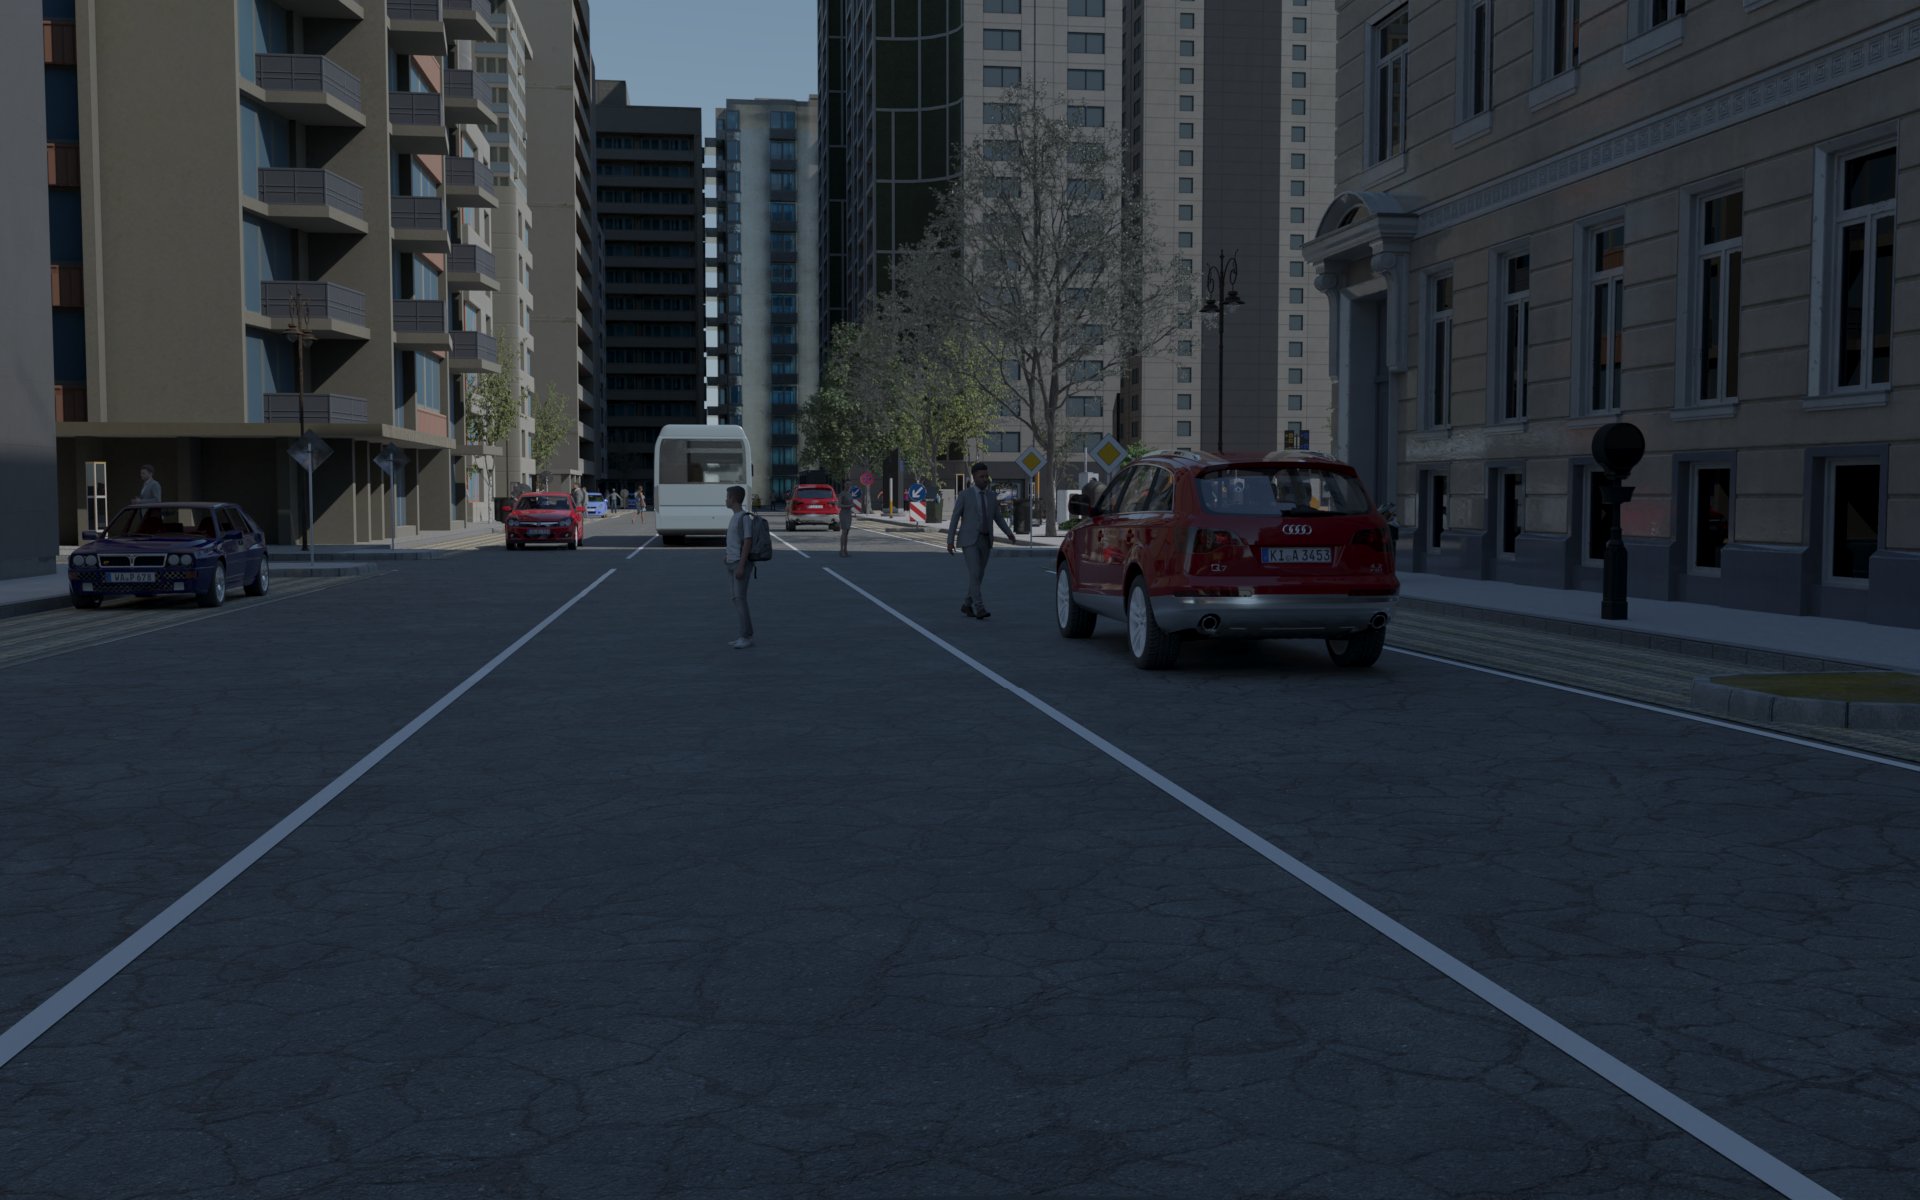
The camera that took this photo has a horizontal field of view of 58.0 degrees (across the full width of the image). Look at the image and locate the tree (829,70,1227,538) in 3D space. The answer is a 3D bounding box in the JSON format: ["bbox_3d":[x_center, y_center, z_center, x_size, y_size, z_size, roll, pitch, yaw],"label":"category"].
[{"bbox_3d":[2.556,-8.610,51.138,12.009,13.543,11.850,0,3,0],"label":"tree"}]

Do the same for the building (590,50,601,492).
[{"bbox_3d":[-41.795,-31.433,164.036,14.600,45.320,14.200,-1,4,-8],"label":"building"}]

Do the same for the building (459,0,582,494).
[{"bbox_3d":[-43.821,-26.339,122.517,32.217,40.220,23.993,-1,4,-8],"label":"building"}]

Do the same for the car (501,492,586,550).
[{"bbox_3d":[-10.953,-2.245,45.745,2.155,1.783,4.494,-1,4,-9],"label":"car"}]

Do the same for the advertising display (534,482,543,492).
[{"bbox_3d":[-21.934,-5.194,90.139,0.123,1.923,0.974,0,4,6],"label":"advertising display"}]

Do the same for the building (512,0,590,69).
[{"bbox_3d":[-42.417,-31.912,145.456,21.300,48.544,21.600,-1,4,-8],"label":"building"}]

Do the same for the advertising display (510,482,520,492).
[{"bbox_3d":[-23.655,-5.318,92.164,0.123,1.923,0.974,-3,4,-38],"label":"advertising display"}]

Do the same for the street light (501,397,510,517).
[{"bbox_3d":[-20.647,-6.494,78.964,0.468,5.910,1.993,-1,4,-8],"label":"street light"}]

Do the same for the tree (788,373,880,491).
[{"bbox_3d":[-7.863,-11.591,123.930,8.767,10.594,7.601,-1,4,-15],"label":"tree"}]

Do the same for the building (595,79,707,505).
[{"bbox_3d":[-41.203,-35.645,206.495,21.600,48.544,21.300,-1,4,-8],"label":"building"}]

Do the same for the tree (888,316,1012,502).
[{"bbox_3d":[0.317,-7.287,69.500,4.737,8.622,4.395,0,3,0],"label":"tree"}]

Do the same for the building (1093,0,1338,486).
[{"bbox_3d":[27.016,-45.658,184.765,20.611,71.187,20.563,-1,4,-8],"label":"building"}]

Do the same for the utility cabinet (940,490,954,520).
[{"bbox_3d":[-0.612,-4.672,85.059,1.173,1.500,0.318,0,4,-4],"label":"utility cabinet"}]

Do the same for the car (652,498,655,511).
[{"bbox_3d":[-25.727,-8.656,150.569,2.155,1.783,4.494,-1,4,-10],"label":"car"}]

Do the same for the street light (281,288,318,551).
[{"bbox_3d":[-14.822,-4.051,39.016,0.468,5.910,1.993,-1,4,-8],"label":"street light"}]

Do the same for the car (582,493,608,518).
[{"bbox_3d":[-21.851,-5.696,102.715,1.945,1.707,3.694,-1,4,-9],"label":"car"}]

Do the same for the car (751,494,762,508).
[{"bbox_3d":[-20.840,-10.000,173.719,2.015,1.641,3.980,0,4,-7],"label":"car"}]

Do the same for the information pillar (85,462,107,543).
[{"bbox_3d":[-19.842,-2.160,39.815,0.304,2.012,0.304,2,4,27],"label":"information pillar"}]

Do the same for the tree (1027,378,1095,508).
[{"bbox_3d":[6.048,-9.643,108.028,4.360,8.622,3.978,0,3,0],"label":"tree"}]

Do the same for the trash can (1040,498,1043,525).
[{"bbox_3d":[2.898,-3.421,67.583,0.748,1.137,0.748,0,3,0],"label":"trash can"}]

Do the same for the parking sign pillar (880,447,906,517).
[{"bbox_3d":[-3.825,-6.750,98.830,1.447,3.967,1.447,3,5,44],"label":"parking sign pillar"}]

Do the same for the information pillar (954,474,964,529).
[{"bbox_3d":[-0.028,-3.613,63.569,0.304,2.012,0.304,-1,4,-14],"label":"information pillar"}]

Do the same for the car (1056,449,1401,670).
[{"bbox_3d":[2.234,-0.434,15.772,2.281,1.827,5.304,0,4,-8],"label":"car"}]

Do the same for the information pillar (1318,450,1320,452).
[{"bbox_3d":[18.995,-6.196,92.654,0.504,3.616,0.183,0,4,3],"label":"information pillar"}]

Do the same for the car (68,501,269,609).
[{"bbox_3d":[-10.352,-0.626,22.823,1.945,1.354,3.894,-1,4,-10],"label":"car"}]

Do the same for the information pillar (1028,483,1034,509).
[{"bbox_3d":[4.618,-6.586,112.179,0.304,2.012,0.304,2,4,31],"label":"information pillar"}]

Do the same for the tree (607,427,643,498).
[{"bbox_3d":[-36.806,-14.637,189.676,4.360,8.622,3.978,0,3,0],"label":"tree"}]

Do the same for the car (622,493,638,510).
[{"bbox_3d":[-29.863,-9.053,157.608,1.945,1.707,3.694,-1,4,-8],"label":"car"}]

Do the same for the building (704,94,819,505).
[{"bbox_3d":[-15.501,-36.146,210.603,30.456,49.044,23.786,-1,4,-8],"label":"building"}]

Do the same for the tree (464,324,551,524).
[{"bbox_3d":[-20.436,-7.612,74.820,4.737,8.622,4.395,0,3,0],"label":"tree"}]

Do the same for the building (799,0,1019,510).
[{"bbox_3d":[-6.096,-45.346,179.651,20.563,71.187,20.611,-1,4,-8],"label":"building"}]

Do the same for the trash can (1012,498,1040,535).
[{"bbox_3d":[1.987,-2.649,54.959,0.748,1.137,0.748,0,3,0],"label":"trash can"}]

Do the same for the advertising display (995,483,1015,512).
[{"bbox_3d":[2.483,-5.654,97.650,0.974,1.923,0.123,1,4,12],"label":"advertising display"}]

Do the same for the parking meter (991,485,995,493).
[{"bbox_3d":[2.202,-6.446,111.108,0.399,1.863,0.255,3,5,43],"label":"parking meter"}]

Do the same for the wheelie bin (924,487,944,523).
[{"bbox_3d":[-1.145,-4.164,75.985,0.980,1.594,0.693,3,5,41],"label":"wheelie bin"}]

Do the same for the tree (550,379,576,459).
[{"bbox_3d":[-26.592,-9.780,110.258,4.737,8.622,4.395,0,3,0],"label":"tree"}]

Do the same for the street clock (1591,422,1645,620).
[{"bbox_3d":[6.695,-0.801,17.662,0.471,2.002,0.358,-1,4,-12],"label":"street clock"}]

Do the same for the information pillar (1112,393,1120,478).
[{"bbox_3d":[3.633,-2.995,40.318,0.183,3.616,0.504,0,4,-7],"label":"information pillar"}]

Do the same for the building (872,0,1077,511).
[{"bbox_3d":[-1.677,-44.113,159.502,20.563,71.187,20.611,-1,4,-8],"label":"building"}]

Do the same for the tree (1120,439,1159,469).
[{"bbox_3d":[10.741,-7.333,103.602,4.285,4.588,4.351,0,3,0],"label":"tree"}]

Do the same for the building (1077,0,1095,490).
[{"bbox_3d":[0.588,-42.830,138.515,20.563,71.187,20.611,-1,4,-8],"label":"building"}]

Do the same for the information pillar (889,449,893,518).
[{"bbox_3d":[-3.641,-6.108,91.214,0.183,3.616,0.504,-1,4,-9],"label":"information pillar"}]

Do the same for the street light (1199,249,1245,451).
[{"bbox_3d":[4.949,-3.676,32.884,0.468,5.910,1.993,-1,4,-8],"label":"street light"}]

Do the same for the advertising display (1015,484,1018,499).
[{"bbox_3d":[3.233,-6.490,111.320,0.974,1.923,0.123,1,4,21],"label":"advertising display"}]

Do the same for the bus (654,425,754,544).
[{"bbox_3d":[-7.682,-3.533,52.617,2.948,3.499,13.247,0,4,-7],"label":"bus"}]

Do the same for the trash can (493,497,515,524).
[{"bbox_3d":[-21.438,-4.233,80.862,0.748,1.137,0.748,0,3,0],"label":"trash can"}]

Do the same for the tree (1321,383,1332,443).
[{"bbox_3d":[20.487,-8.357,86.997,4.737,8.622,4.395,0,3,0],"label":"tree"}]

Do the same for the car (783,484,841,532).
[{"bbox_3d":[-5.775,-3.617,67.810,2.281,1.827,5.304,0,4,-7],"label":"car"}]

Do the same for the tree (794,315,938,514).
[{"bbox_3d":[-6.123,-11.881,111.258,9.611,12.733,9.660,0,3,0],"label":"tree"}]

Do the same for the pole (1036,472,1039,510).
[{"bbox_3d":[4.525,-6.570,101.262,0.158,3.312,0.155,0,3,0],"label":"pole"}]
